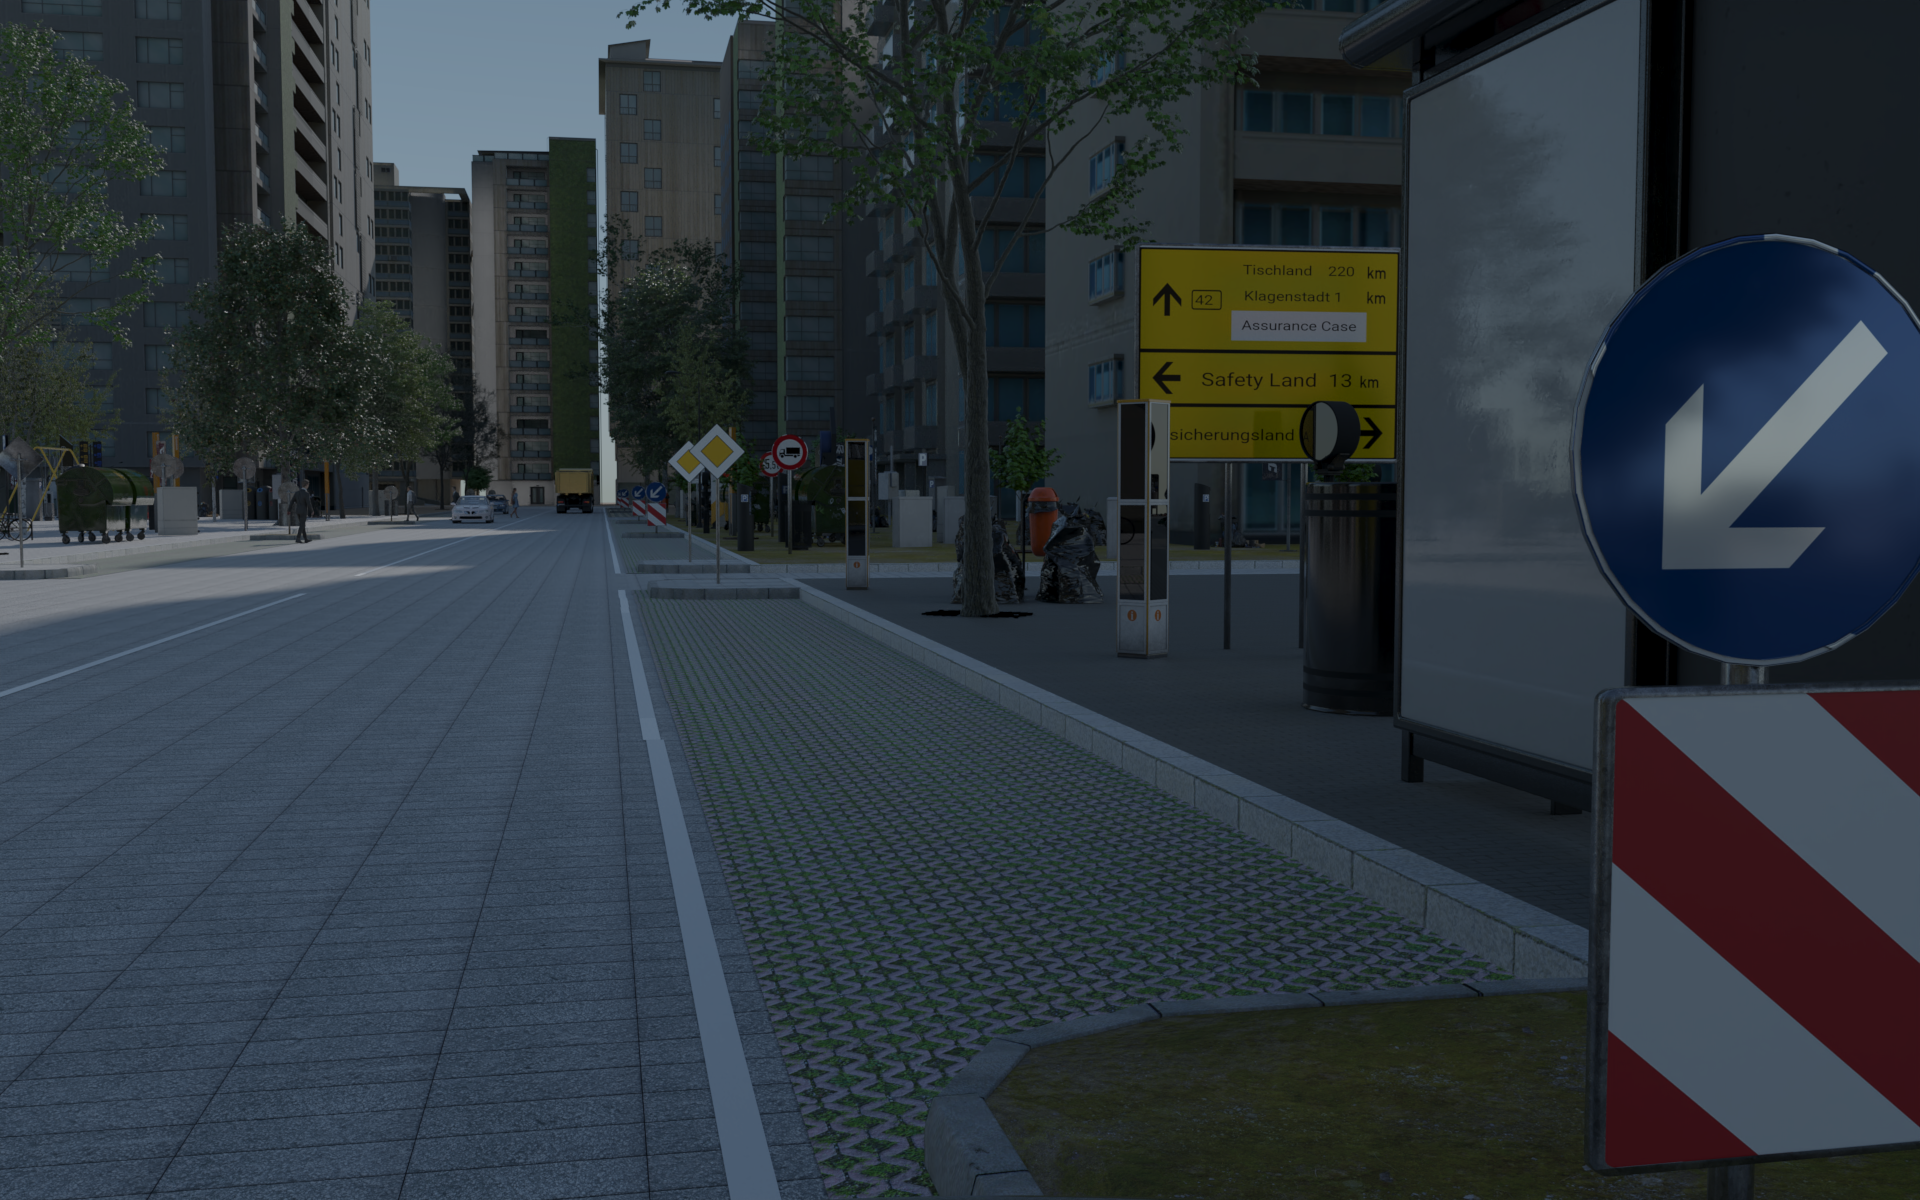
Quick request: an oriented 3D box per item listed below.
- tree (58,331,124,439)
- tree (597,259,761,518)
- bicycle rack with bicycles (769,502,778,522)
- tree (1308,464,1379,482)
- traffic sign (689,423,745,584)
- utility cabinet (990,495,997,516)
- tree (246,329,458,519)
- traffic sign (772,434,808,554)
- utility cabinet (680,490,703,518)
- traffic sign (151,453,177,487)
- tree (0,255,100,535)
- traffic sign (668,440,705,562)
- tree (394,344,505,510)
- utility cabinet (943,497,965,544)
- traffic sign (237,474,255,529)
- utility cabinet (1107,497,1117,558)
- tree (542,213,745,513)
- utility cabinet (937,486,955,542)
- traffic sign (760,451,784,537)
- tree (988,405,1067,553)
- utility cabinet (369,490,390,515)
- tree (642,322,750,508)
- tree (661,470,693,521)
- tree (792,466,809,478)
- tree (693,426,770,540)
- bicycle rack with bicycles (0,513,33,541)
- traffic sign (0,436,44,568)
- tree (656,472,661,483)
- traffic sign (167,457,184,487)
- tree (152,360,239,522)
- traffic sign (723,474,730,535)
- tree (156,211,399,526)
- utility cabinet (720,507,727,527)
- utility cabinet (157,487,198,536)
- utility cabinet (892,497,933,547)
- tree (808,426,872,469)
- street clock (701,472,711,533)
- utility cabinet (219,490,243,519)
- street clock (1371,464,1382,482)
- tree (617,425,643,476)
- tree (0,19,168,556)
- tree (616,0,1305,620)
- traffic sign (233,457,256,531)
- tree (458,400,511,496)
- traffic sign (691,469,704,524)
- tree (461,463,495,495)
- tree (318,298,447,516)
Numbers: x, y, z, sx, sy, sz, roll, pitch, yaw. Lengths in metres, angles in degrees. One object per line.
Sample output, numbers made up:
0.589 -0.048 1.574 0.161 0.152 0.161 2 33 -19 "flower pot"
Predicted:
-40.783 -7.890 79.358 4.737 8.622 4.395 0 3 0 "tree"
-15.142 -11.442 93.731 9.857 13.997 8.962 0 3 0 "tree"
-9.470 -4.125 80.832 2.925 0.926 2.852 -1 4 -22 "bicycle rack with bicycles"
8.805 -2.721 39.087 1.663 3.219 1.824 0 3 0 "tree"
-3.459 -1.288 24.702 0.795 2.450 0.064 -1 4 -12 "traffic sign"
0.896 -3.221 63.818 1.020 1.237 0.306 -3 4 -39 "utility cabinet"
-32.302 -9.506 89.835 7.601 10.594 8.767 3 4 38 "tree"
-3.623 -2.249 36.871 0.768 2.556 0.104 -1 4 -11 "traffic sign"
-14.034 -5.003 90.473 1.173 1.500 0.318 -3 4 -38 "utility cabinet"
-24.880 -3.304 54.129 0.768 2.556 0.104 0 4 -8 "traffic sign"
-29.259 -6.344 54.086 4.360 8.622 3.978 0 3 0 "tree"
-5.080 -1.766 32.521 0.795 2.450 0.064 -1 4 -12 "traffic sign"
-42.436 -14.152 141.750 12.009 13.543 11.850 0 3 0 "tree"
0.081 -2.061 44.867 1.020 1.237 0.306 0 4 -4 "utility cabinet"
-25.928 -3.719 62.929 0.606 2.300 0.079 0 4 -5 "traffic sign"
3.451 -1.431 34.556 1.020 1.237 0.306 1 4 13 "utility cabinet"
-21.380 -16.047 118.261 12.611 20.169 13.585 0 3 0 "tree"
-0.390 -2.299 46.266 0.318 1.500 1.173 1 4 9 "utility cabinet"
-5.615 -3.160 51.776 0.768 2.556 0.104 -1 4 -8 "traffic sign"
1.232 -2.650 37.930 1.663 3.219 1.824 0 3 0 "tree"
-34.350 -5.738 102.493 1.173 1.500 0.318 0 4 -3 "utility cabinet"
-11.026 -7.509 73.133 4.737 8.622 4.395 0 3 0 "tree"
-12.657 -5.310 81.414 1.663 3.219 1.824 0 3 0 "tree"
-9.419 -6.650 103.323 1.663 3.219 1.824 0 3 0 "tree"
-6.372 -3.336 49.151 1.663 3.219 1.824 0 3 0 "tree"
-26.574 -2.064 47.126 2.925 0.926 2.852 0 4 6 "bicycle rack with bicycles"
-16.389 -1.625 30.206 0.795 2.450 0.064 -1 4 -12 "traffic sign"
-23.460 -8.648 135.989 1.663 3.219 1.824 0 3 0 "tree"
-26.785 -3.596 58.896 0.768 2.556 0.104 -1 4 -10 "traffic sign"
-34.562 -7.896 79.460 4.360 8.622 3.978 0 3 0 "tree"
-7.126 -3.274 53.630 0.768 2.556 0.104 0 4 -4 "traffic sign"
-27.735 -9.403 70.749 9.611 12.733 9.660 0 3 0 "tree"
-8.746 -3.541 66.572 1.173 1.500 0.318 -2 4 -25 "utility cabinet"
-24.032 -2.722 53.176 0.318 1.500 1.173 2 4 30 "utility cabinet"
-1.157 -1.885 41.979 1.020 1.237 0.306 -3 4 -38 "utility cabinet"
-5.730 -6.089 83.271 4.285 4.588 4.351 0 3 0 "tree"
-8.258 -3.169 56.378 0.358 2.002 0.471 0 4 -1 "street clock"
-36.801 -4.826 87.585 0.318 1.500 1.173 3 5 43 "utility cabinet"
9.996 -2.281 41.860 0.358 2.002 0.471 0 4 -6 "street clock"
-27.962 -12.428 153.556 4.737 8.622 4.395 0 3 0 "tree"
-20.618 -6.750 36.113 9.928 11.665 9.643 0 3 0 "tree"
0.028 -5.635 17.882 9.928 11.665 9.643 0 3 0 "tree"
-24.756 -3.660 59.944 0.768 2.556 0.104 0 4 -5 "traffic sign"
-46.421 -13.928 162.127 8.767 10.594 7.601 -1 4 -18 "tree"
-10.328 -4.035 68.102 0.606 2.300 0.079 0 4 -2 "traffic sign"
-49.127 -11.799 176.623 4.285 4.588 4.351 0 3 0 "tree"
-33.825 -11.160 100.592 7.486 12.596 7.792 0 3 0 "tree"
